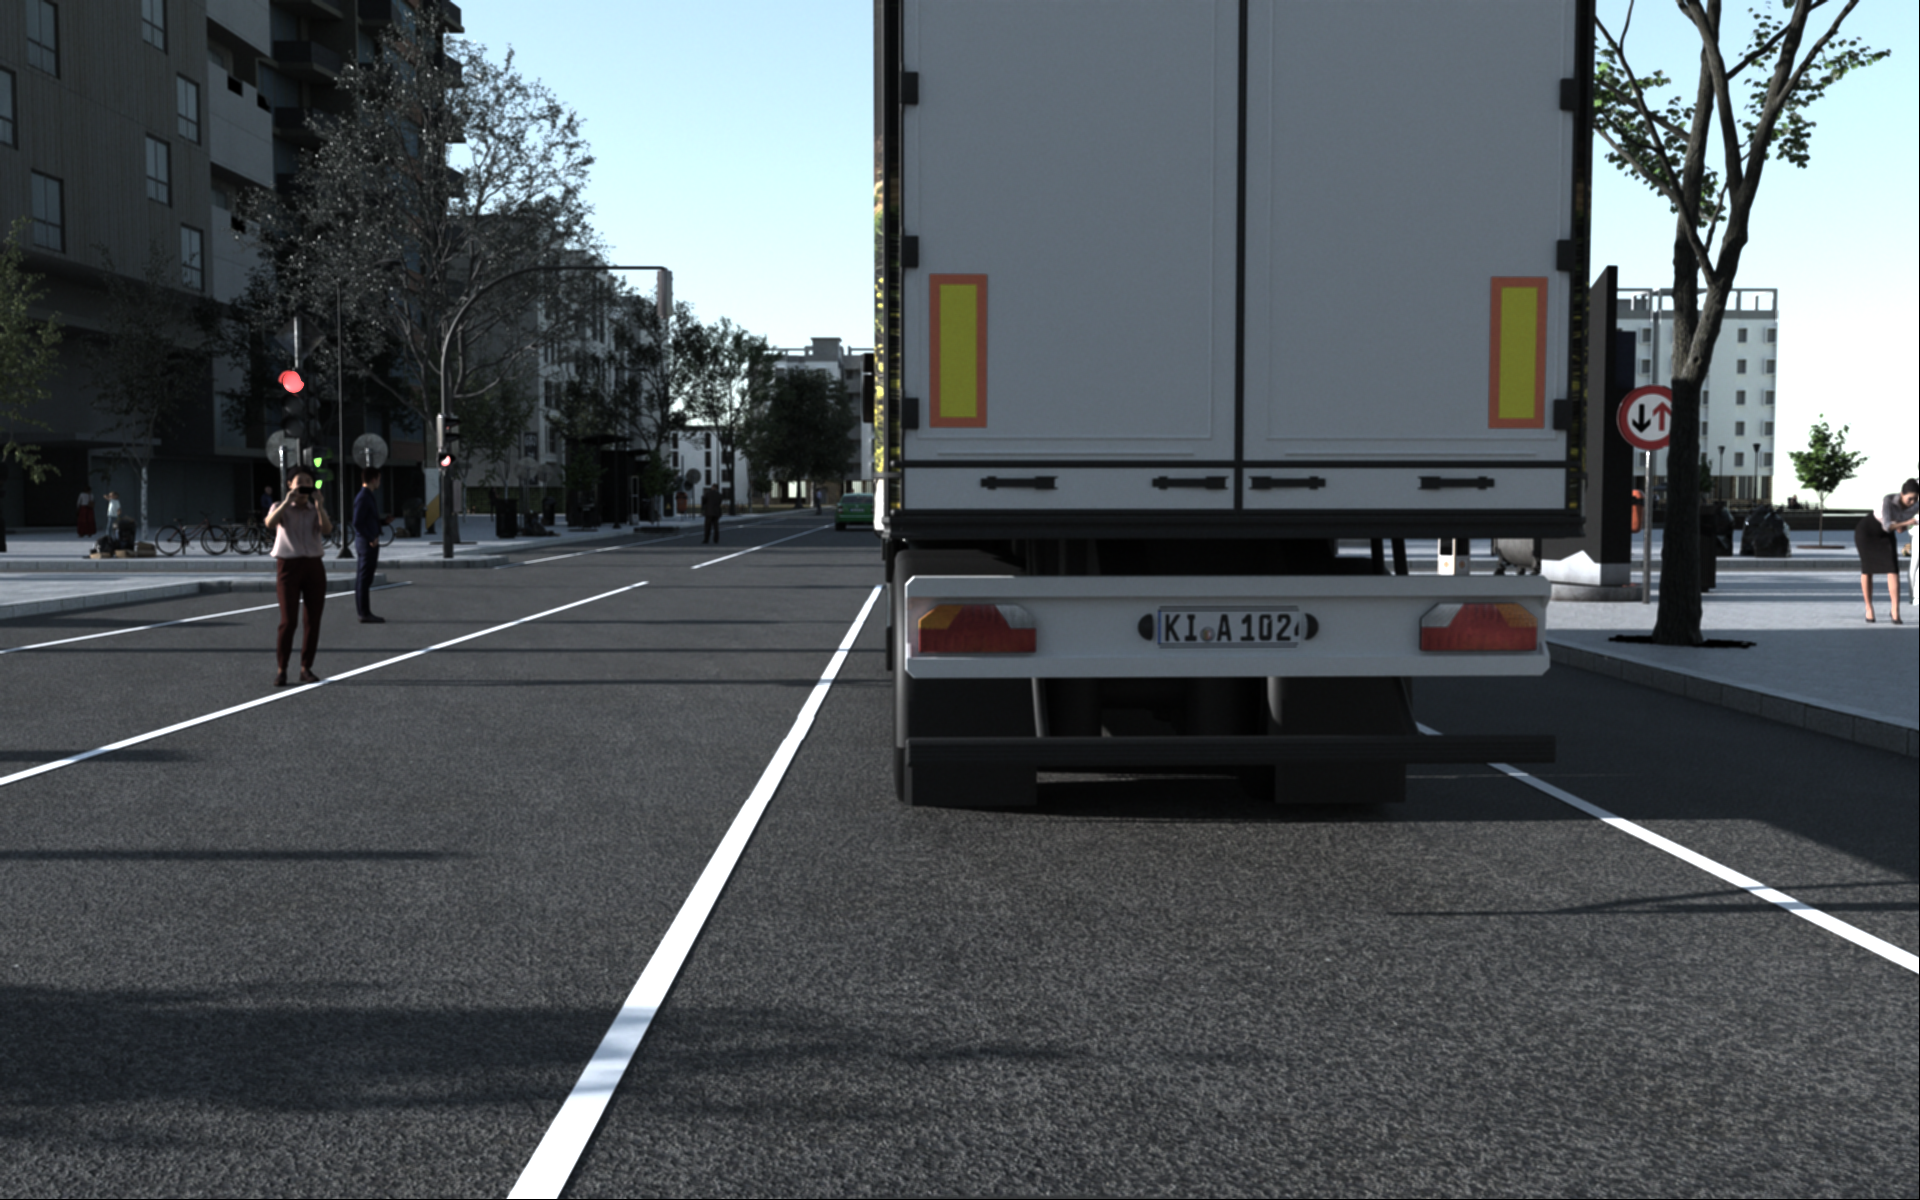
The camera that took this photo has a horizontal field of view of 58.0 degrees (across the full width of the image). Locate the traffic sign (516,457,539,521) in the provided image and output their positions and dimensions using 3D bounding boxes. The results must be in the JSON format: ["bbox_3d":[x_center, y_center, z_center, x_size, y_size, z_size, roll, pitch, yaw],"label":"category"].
[{"bbox_3d":[-14.685,-3.592,58.833,0.768,2.556,0.104,0,4,0],"label":"traffic sign"}]

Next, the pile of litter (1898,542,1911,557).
[{"bbox_3d":[20.006,-1.330,35.711,1.176,0.858,1.719,-3,4,-37],"label":"pile of litter"}]

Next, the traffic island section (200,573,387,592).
[{"bbox_3d":[-10.133,-0.271,26.710,2.009,0.180,2.903,0,4,-1],"label":"traffic island section"}]

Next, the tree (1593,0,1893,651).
[{"bbox_3d":[6.315,-5.423,14.429,9.928,11.665,9.643,0,3,0],"label":"tree"}]

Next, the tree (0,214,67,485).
[{"bbox_3d":[-23.896,-5.634,42.476,4.737,8.622,4.395,0,3,0],"label":"tree"}]

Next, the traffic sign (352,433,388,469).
[{"bbox_3d":[-12.345,-2.210,36.239,0.768,2.556,0.104,0,4,4],"label":"traffic sign"}]

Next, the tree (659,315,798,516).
[{"bbox_3d":[-13.600,-10.776,101.946,9.928,11.665,9.643,0,3,0],"label":"tree"}]

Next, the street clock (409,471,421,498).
[{"bbox_3d":[-17.108,-3.048,54.397,0.358,2.002,0.471,-2,4,-34],"label":"street clock"}]

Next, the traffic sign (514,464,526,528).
[{"bbox_3d":[-16.525,-4.009,65.658,0.768,2.556,0.104,0,4,4],"label":"traffic sign"}]

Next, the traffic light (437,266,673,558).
[{"bbox_3d":[-8.135,-3.667,34.629,4.771,5.953,1.251,0,4,-1],"label":"traffic light"}]

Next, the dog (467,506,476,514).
[{"bbox_3d":[-30.792,-5.643,109.100,0.406,0.507,0.540,1,4,16],"label":"dog"}]

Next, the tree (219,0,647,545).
[{"bbox_3d":[-13.096,-8.166,43.888,12.009,13.543,11.850,0,3,0],"label":"tree"}]

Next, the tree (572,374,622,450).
[{"bbox_3d":[-22.984,-9.563,106.722,4.737,8.622,4.395,0,3,0],"label":"tree"}]

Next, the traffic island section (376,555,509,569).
[{"bbox_3d":[-10.265,-0.759,34.694,2.009,0.180,2.903,0,4,-1],"label":"traffic island section"}]

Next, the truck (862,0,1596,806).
[{"bbox_3d":[0.705,-1.373,11.360,2.839,4.237,11.283,0,4,-2],"label":"truck"}]

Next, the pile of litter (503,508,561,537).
[{"bbox_3d":[-12.868,-2.366,52.652,1.176,0.858,1.719,-3,5,-42],"label":"pile of litter"}]

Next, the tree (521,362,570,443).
[{"bbox_3d":[-23.299,-8.415,87.944,4.737,8.622,4.395,0,3,0],"label":"tree"}]

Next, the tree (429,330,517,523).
[{"bbox_3d":[-22.268,-7.808,78.024,4.360,8.622,3.978,0,3,0],"label":"tree"}]

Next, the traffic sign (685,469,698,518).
[{"bbox_3d":[-14.215,-5.563,90.951,0.884,2.594,0.081,0,4,6],"label":"traffic sign"}]

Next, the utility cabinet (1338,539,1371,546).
[{"bbox_3d":[9.504,-2.060,42.366,1.173,1.500,0.318,1,4,15],"label":"utility cabinet"}]

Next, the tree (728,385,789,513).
[{"bbox_3d":[-14.072,-10.229,117.603,4.737,8.622,4.395,0,3,0],"label":"tree"}]

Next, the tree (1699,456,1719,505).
[{"bbox_3d":[34.358,-5.219,79.930,1.663,3.219,1.824,0,3,0],"label":"tree"}]

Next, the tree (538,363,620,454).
[{"bbox_3d":[-21.599,-9.006,97.612,4.360,8.622,3.978,0,3,0],"label":"tree"}]

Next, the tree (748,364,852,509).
[{"bbox_3d":[-14.114,-14.405,152.536,9.611,12.733,9.660,0,3,0],"label":"tree"}]

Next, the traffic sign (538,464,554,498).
[{"bbox_3d":[-17.591,-4.481,73.374,0.768,2.556,0.104,0,4,2],"label":"traffic sign"}]

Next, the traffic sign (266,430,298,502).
[{"bbox_3d":[-13.434,-2.098,34.409,0.768,2.556,0.104,0,4,7],"label":"traffic sign"}]

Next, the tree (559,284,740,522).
[{"bbox_3d":[-13.974,-8.770,77.808,8.767,10.594,7.601,0,4,-2],"label":"tree"}]

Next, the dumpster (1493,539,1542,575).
[{"bbox_3d":[8.326,-1.136,24.325,1.264,1.857,1.865,0,4,-1],"label":"dumpster"}]

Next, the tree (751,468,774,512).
[{"bbox_3d":[-14.200,-7.930,124.257,1.663,3.219,1.824,0,3,0],"label":"tree"}]

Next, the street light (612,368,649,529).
[{"bbox_3d":[-12.180,-5.596,64.036,1.470,5.913,1.316,0,4,-1],"label":"street light"}]

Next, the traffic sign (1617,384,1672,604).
[{"bbox_3d":[8.029,-1.228,20.187,0.768,2.556,0.104,1,4,8],"label":"traffic sign"}]

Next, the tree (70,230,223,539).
[{"bbox_3d":[-23.094,-6.030,48.947,4.360,8.622,3.978,0,3,0],"label":"tree"}]

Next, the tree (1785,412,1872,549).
[{"bbox_3d":[20.314,-2.837,40.992,1.663,3.219,1.824,0,3,0],"label":"tree"}]

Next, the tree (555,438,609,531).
[{"bbox_3d":[-13.130,-4.000,60.009,1.663,3.219,1.824,0,3,0],"label":"tree"}]

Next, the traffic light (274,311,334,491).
[{"bbox_3d":[-10.092,-2.303,26.576,0.839,4.253,0.868,0,4,-1],"label":"traffic light"}]

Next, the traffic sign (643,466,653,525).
[{"bbox_3d":[-12.870,-4.422,72.399,0.768,2.556,0.104,0,4,4],"label":"traffic sign"}]

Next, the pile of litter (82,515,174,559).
[{"bbox_3d":[-16.768,-1.285,34.983,1.719,0.858,1.176,-2,4,-24],"label":"pile of litter"}]

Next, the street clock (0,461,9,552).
[{"bbox_3d":[-21.165,-2.052,38.120,0.471,2.002,0.358,2,4,27],"label":"street clock"}]

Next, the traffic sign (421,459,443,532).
[{"bbox_3d":[-17.351,-3.481,57.027,0.768,2.556,0.104,0,4,2],"label":"traffic sign"}]

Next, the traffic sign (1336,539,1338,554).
[{"bbox_3d":[8.025,-2.248,36.869,0.768,2.556,0.104,0,4,6],"label":"traffic sign"}]

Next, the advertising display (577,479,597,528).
[{"bbox_3d":[-13.998,-3.659,65.032,0.974,1.923,0.123,3,4,36],"label":"advertising display"}]

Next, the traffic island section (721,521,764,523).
[{"bbox_3d":[-10.790,-3.879,86.287,1.991,0.108,1.994,0,4,-1],"label":"traffic island section"}]

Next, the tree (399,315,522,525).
[{"bbox_3d":[-21.162,-7.419,71.662,4.737,8.622,4.395,0,3,0],"label":"tree"}]

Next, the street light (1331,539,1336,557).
[{"bbox_3d":[5.259,-3.321,26.833,1.470,5.913,1.316,0,4,-1],"label":"street light"}]

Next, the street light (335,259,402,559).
[{"bbox_3d":[-11.740,-3.785,34.426,1.470,5.913,1.316,0,4,-1],"label":"street light"}]

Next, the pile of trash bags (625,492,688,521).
[{"bbox_3d":[-14.686,-4.455,82.591,3.447,1.369,1.912,-1,4,-8],"label":"pile of trash bags"}]

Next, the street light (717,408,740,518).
[{"bbox_3d":[-12.575,-7.421,93.867,1.470,5.913,1.316,0,4,-1],"label":"street light"}]

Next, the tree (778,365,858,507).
[{"bbox_3d":[-14.542,-16.286,172.924,9.857,13.997,8.962,0,3,0],"label":"tree"}]

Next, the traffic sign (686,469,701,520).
[{"bbox_3d":[-13.302,-5.281,86.452,0.768,2.556,0.104,0,4,6],"label":"traffic sign"}]

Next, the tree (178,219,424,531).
[{"bbox_3d":[-21.921,-7.641,59.346,7.601,10.594,8.767,1,4,14],"label":"tree"}]
